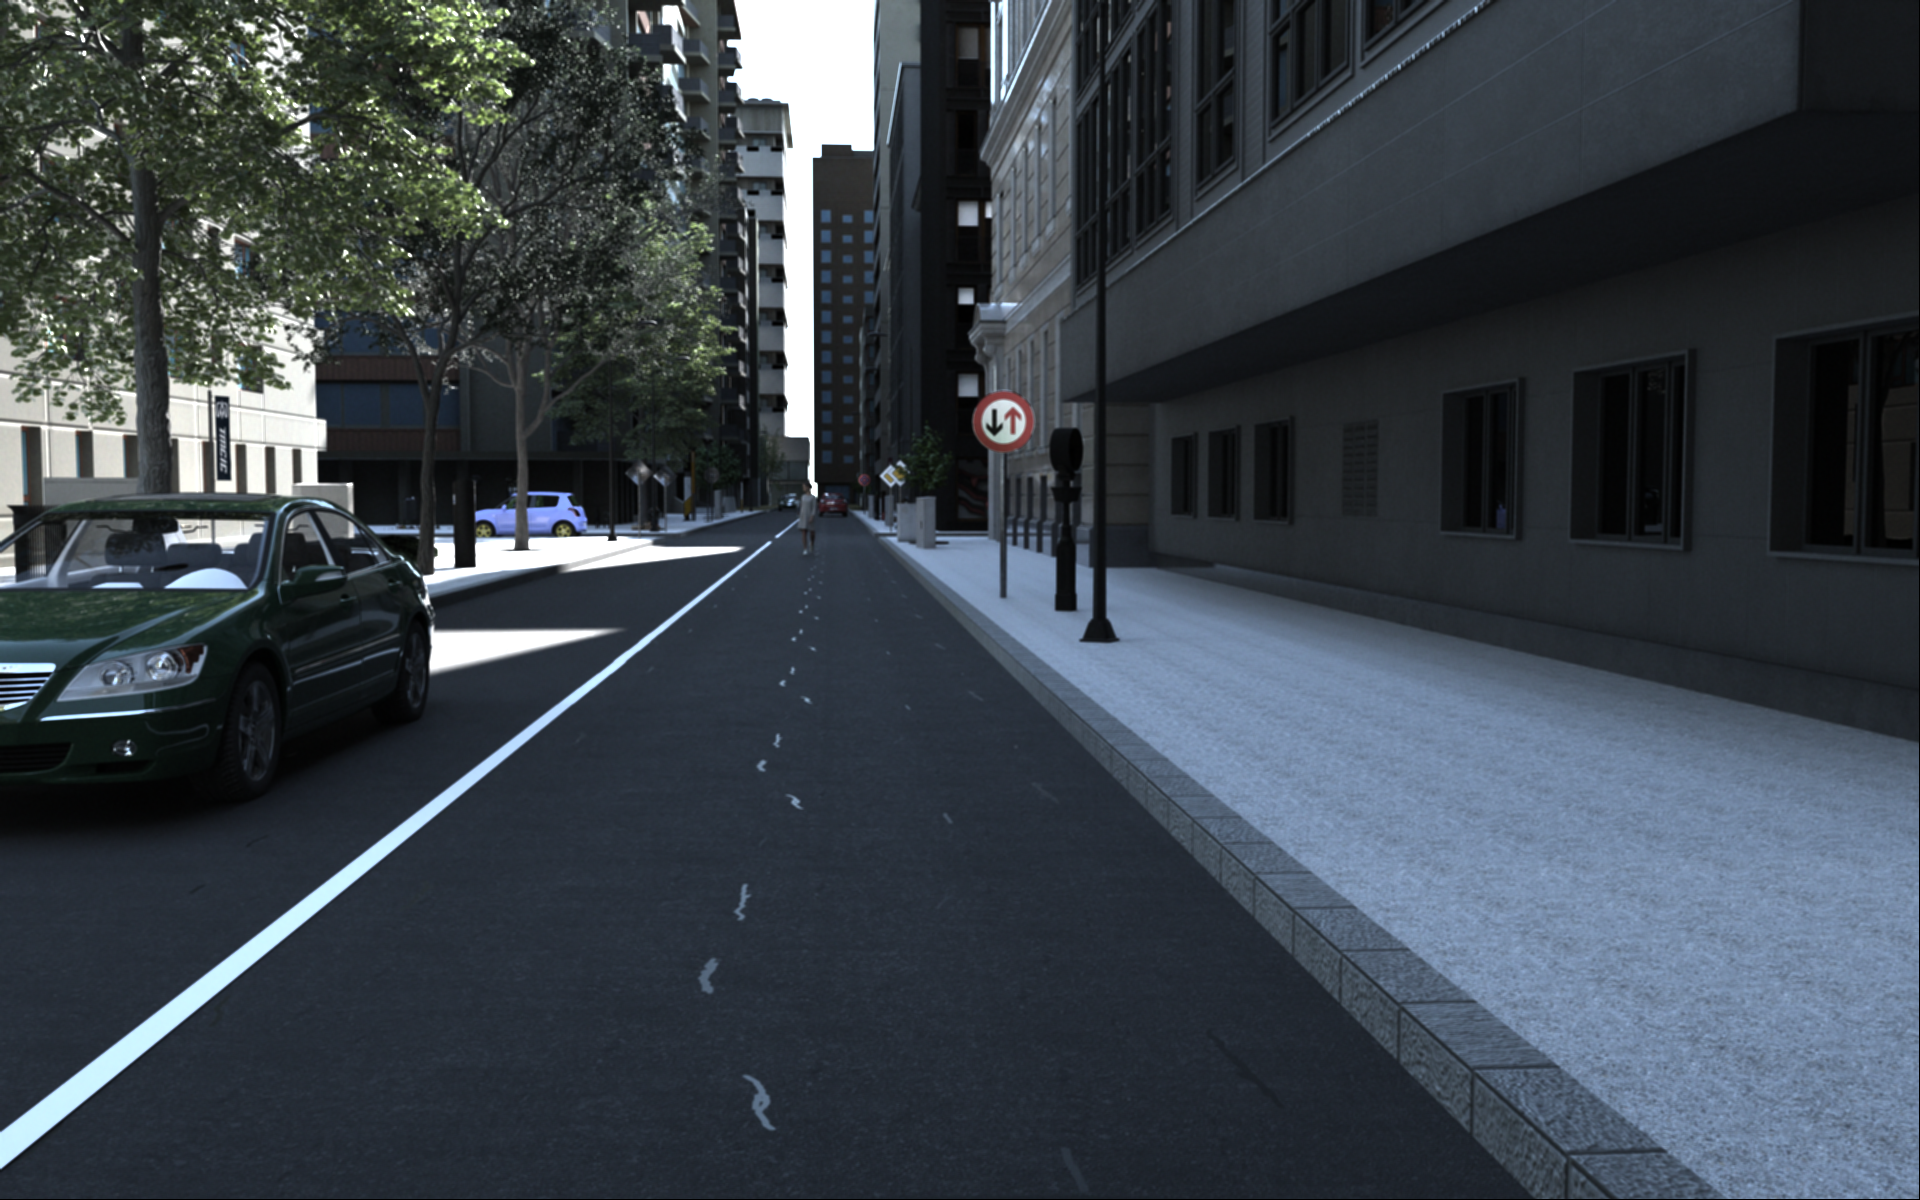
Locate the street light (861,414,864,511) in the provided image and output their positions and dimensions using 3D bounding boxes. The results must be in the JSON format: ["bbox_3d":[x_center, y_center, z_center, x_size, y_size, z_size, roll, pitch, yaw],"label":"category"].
[{"bbox_3d":[-2.783,-5.574,63.675,1.470,5.913,1.316,0,4,-4],"label":"street light"}]

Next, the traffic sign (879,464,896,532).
[{"bbox_3d":[-2.341,-3.360,58.581,0.795,2.450,0.064,0,4,-4],"label":"traffic sign"}]

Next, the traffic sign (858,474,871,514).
[{"bbox_3d":[-6.059,-6.717,109.926,0.768,2.556,0.104,0,4,-4],"label":"traffic sign"}]

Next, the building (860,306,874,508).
[{"bbox_3d":[4.019,-20.141,174.336,27.650,21.520,28.899,0,4,-4],"label":"building"}]

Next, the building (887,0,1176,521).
[{"bbox_3d":[3.206,-18.945,103.250,14.314,27.812,24.014,0,4,-4],"label":"building"}]

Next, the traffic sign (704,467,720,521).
[{"bbox_3d":[-11.733,-4.998,81.829,0.768,2.556,0.104,0,4,3],"label":"traffic sign"}]

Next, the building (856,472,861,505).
[{"bbox_3d":[-1.539,-46.447,197.665,20.563,71.187,20.611,0,4,-4],"label":"building"}]

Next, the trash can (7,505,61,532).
[{"bbox_3d":[-11.819,-0.650,22.278,0.748,1.137,0.748,0,3,0],"label":"trash can"}]

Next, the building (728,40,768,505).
[{"bbox_3d":[-37.687,-53.855,193.205,31.000,86.520,22.319,0,4,-4],"label":"building"}]

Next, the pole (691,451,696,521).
[{"bbox_3d":[-12.763,-5.448,82.923,0.158,3.312,0.155,0,3,0],"label":"pole"}]

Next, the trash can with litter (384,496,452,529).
[{"bbox_3d":[-19.786,-3.202,63.418,2.233,1.210,1.678,0,4,7],"label":"trash can with litter"}]

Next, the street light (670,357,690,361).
[{"bbox_3d":[-9.850,-5.274,58.778,1.470,5.913,1.316,0,4,-4],"label":"street light"}]

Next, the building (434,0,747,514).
[{"bbox_3d":[-29.611,-30.053,145.985,22.147,44.769,28.867,0,4,-4],"label":"building"}]

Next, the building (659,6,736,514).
[{"bbox_3d":[-31.832,-25.984,116.719,32.217,40.220,23.993,0,4,-4],"label":"building"}]

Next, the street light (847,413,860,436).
[{"bbox_3d":[-5.535,-7.723,98.817,1.470,5.913,1.316,0,4,-4],"label":"street light"}]

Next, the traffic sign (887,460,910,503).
[{"bbox_3d":[-1.747,-2.873,50.618,0.795,2.450,0.064,0,4,-4],"label":"traffic sign"}]

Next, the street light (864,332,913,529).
[{"bbox_3d":[-1.948,-4.733,49.931,1.470,5.913,1.316,0,4,-4],"label":"street light"}]

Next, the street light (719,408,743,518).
[{"bbox_3d":[-12.419,-7.408,93.668,1.470,5.913,1.316,0,4,-4],"label":"street light"}]

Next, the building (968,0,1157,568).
[{"bbox_3d":[7.728,-15.506,39.429,13.634,28.700,20.117,0,4,-4],"label":"building"}]

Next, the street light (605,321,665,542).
[{"bbox_3d":[-8.835,-4.528,46.572,1.470,5.913,1.316,0,4,-4],"label":"street light"}]

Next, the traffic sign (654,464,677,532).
[{"bbox_3d":[-9.866,-3.327,58.043,0.795,2.450,0.064,0,4,-4],"label":"traffic sign"}]

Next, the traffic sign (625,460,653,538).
[{"bbox_3d":[-9.272,-2.840,50.080,0.795,2.450,0.064,0,4,-4],"label":"traffic sign"}]

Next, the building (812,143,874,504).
[{"bbox_3d":[-11.920,-35.141,224.670,14.200,45.320,14.600,0,4,-4],"label":"building"}]

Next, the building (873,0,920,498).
[{"bbox_3d":[3.516,-32.080,148.202,21.300,48.544,21.600,0,4,-4],"label":"building"}]

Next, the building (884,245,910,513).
[{"bbox_3d":[-0.305,-16.867,124.926,9.793,20.994,18.267,0,4,-4],"label":"building"}]

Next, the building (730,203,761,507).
[{"bbox_3d":[-26.833,-24.247,168.134,14.160,30.474,14.107,0,4,-4],"label":"building"}]

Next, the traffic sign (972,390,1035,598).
[{"bbox_3d":[0.538,-1.299,21.348,0.768,2.556,0.104,0,4,3],"label":"traffic sign"}]

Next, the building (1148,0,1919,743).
[{"bbox_3d":[9.581,-13.700,17.509,14.314,27.812,24.014,0,4,-4],"label":"building"}]

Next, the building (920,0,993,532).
[{"bbox_3d":[6.737,-14.403,65.169,15.834,23.373,12.332,0,4,-4],"label":"building"}]

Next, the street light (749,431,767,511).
[{"bbox_3d":[-14.971,-9.531,128.371,1.470,5.913,1.316,0,4,-4],"label":"street light"}]

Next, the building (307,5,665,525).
[{"bbox_3d":[-24.842,-26.178,82.638,22.147,44.769,28.867,0,4,-4],"label":"building"}]

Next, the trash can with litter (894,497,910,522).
[{"bbox_3d":[-2.705,-4.095,78.346,1.055,1.170,0.624,2,4,25],"label":"trash can with litter"}]

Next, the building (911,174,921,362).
[{"bbox_3d":[3.431,-13.287,81.862,10.561,19.102,19.286,0,4,-4],"label":"building"}]

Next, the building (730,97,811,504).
[{"bbox_3d":[-33.808,-39.188,229.959,27.495,52.752,28.713,0,4,-4],"label":"building"}]

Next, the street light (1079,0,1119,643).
[{"bbox_3d":[0.677,-2.591,14.900,1.470,5.913,1.316,0,4,-4],"label":"street light"}]
